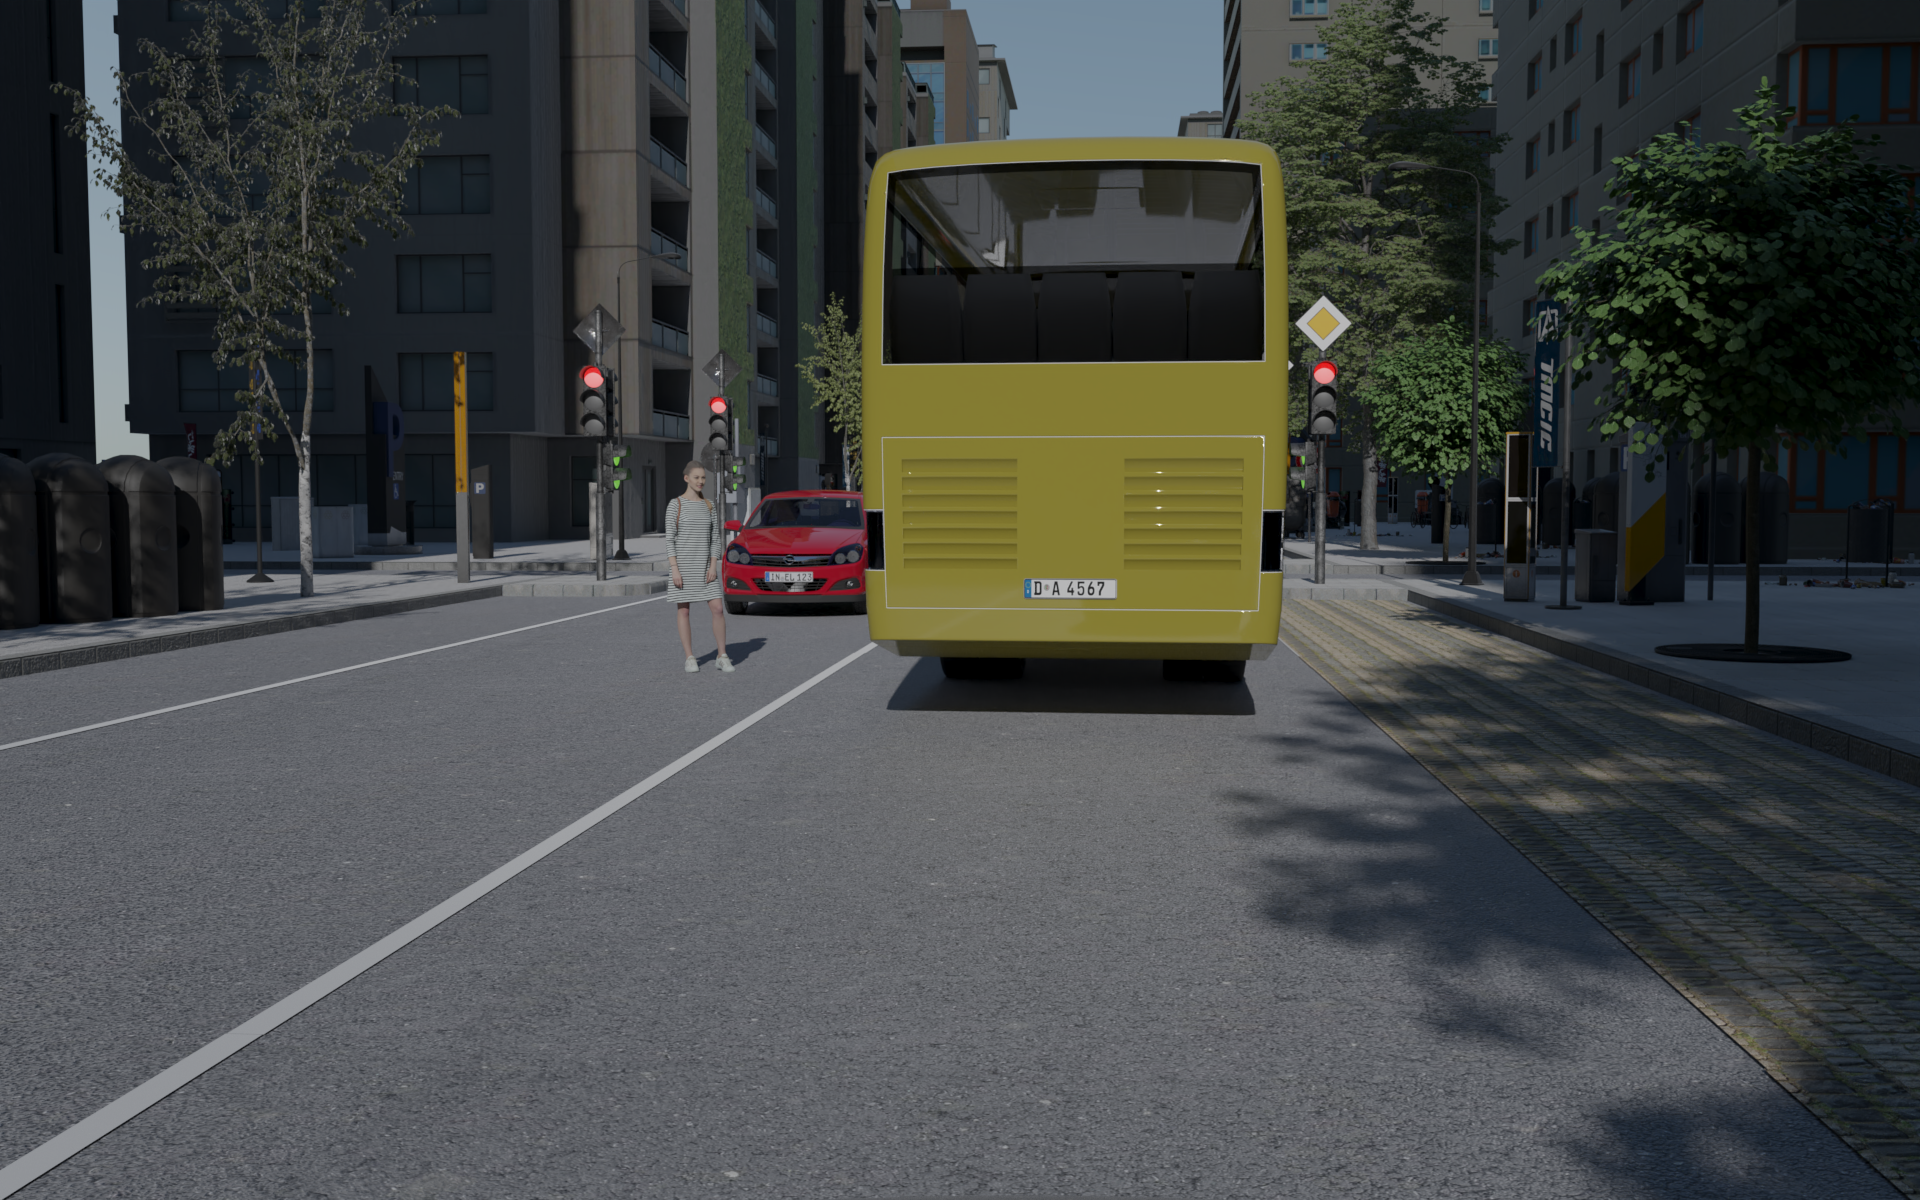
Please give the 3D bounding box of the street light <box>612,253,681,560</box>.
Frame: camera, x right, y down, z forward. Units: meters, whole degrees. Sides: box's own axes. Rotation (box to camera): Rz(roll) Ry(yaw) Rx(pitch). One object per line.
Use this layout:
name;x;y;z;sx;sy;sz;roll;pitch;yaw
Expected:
street light;-6.055;-3.730;33.533;1.470;5.913;1.316;0;4;5

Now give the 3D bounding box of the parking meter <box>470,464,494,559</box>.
parking meter;-9.470;-1.748;34.297;0.399;1.863;0.255;0;4;5

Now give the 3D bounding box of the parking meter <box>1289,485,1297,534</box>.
parking meter;10.757;-3.100;56.402;0.399;1.863;0.255;1;4;18

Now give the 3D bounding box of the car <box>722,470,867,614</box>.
car;-1.843;-0.794;22.018;2.155;1.783;4.494;0;4;3

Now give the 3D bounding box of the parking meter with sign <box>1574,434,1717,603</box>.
parking meter with sign;8.242;-1.491;20.647;1.738;3.016;0.543;-1;4;-11

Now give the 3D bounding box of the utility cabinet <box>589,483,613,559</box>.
utility cabinet;-7.046;-1.554;34.085;0.318;1.500;1.173;0;4;-4

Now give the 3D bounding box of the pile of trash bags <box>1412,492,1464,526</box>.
pile of trash bags;19.673;-3.800;71.875;1.912;1.369;3.447;2;4;33

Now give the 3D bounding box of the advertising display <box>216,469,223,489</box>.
advertising display;-19.602;-2.422;44.818;0.974;1.923;0.123;-2;4;-27

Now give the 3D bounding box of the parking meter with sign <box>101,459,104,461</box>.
parking meter with sign;-43.862;-5.586;87.586;1.738;3.016;0.543;1;4;13

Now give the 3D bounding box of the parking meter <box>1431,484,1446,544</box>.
parking meter;12.400;-2.228;44.843;0.372;1.533;0.369;0;3;0

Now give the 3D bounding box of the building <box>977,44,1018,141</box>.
building;-8.042;-37.939;209.533;28.713;52.752;27.495;0;4;5

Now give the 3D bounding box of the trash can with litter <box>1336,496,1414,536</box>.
trash can with litter;12.683;-2.556;52.844;2.233;1.210;1.678;1;4;20

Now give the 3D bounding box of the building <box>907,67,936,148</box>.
building;-9.331;-21.111;116.865;14.160;30.474;14.107;0;4;5

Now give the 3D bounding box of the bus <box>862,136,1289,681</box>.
bus;1.371;-1.509;16.213;2.896;3.916;12.252;0;4;7

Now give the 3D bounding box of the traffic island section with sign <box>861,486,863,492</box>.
traffic island section with sign;-2.784;-2.787;54.190;1.989;1.847;2.006;0;4;5

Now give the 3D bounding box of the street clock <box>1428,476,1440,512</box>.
street clock;18.985;-3.966;69.410;0.471;2.002;0.358;1;4;20

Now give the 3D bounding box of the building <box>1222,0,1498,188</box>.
building;30.905;-30.914;129.143;21.300;48.544;21.600;0;4;5

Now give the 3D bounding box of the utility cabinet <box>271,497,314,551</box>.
utility cabinet;-15.195;-1.732;39.484;0.306;1.237;1.020;2;4;25

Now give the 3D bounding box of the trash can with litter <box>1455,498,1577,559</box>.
trash can with litter;10.980;-1.460;34.923;2.233;1.210;1.678;0;4;3

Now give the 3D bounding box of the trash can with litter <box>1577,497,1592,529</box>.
trash can with litter;14.232;-1.812;40.690;2.233;1.210;1.678;-1;4;-22

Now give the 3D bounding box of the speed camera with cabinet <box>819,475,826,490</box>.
speed camera with cabinet;-7.247;-5.569;85.390;0.660;3.252;2.038;1;4;19

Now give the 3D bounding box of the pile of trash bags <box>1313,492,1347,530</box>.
pile of trash bags;13.297;-3.300;63.715;1.912;1.369;3.447;0;4;-6

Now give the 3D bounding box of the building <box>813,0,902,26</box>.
building;-10.936;-19.779;95.089;14.160;30.474;14.107;0;4;5

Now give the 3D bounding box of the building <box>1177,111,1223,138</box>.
building;43.734;-39.468;234.540;28.713;52.752;27.495;0;4;5

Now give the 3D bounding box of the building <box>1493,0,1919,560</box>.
building;31.759;-12.283;45.868;28.899;21.520;27.650;0;4;5

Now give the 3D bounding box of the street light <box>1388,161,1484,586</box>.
street light;6.683;-3.167;24.317;1.470;5.913;1.316;0;4;5

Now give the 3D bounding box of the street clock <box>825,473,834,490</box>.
street clock;-4.563;-3.427;60.602;0.358;2.002;0.471;1;4;12

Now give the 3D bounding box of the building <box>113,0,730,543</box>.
building;-14.488;-22.459;50.802;14.154;41.232;14.086;0;4;5

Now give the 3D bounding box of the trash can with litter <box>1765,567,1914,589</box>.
trash can with litter;12.185;-0.799;24.117;2.233;1.210;1.678;1;4;18

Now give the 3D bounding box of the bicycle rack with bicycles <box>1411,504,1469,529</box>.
bicycle rack with bicycles;18.214;-3.122;64.431;2.852;0.926;2.925;0;4;2

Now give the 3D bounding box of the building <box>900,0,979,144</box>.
building;-5.704;-31.139;159.232;14.600;45.320;14.200;0;4;5

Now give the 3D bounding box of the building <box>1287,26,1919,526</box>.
building;31.516;-15.070;91.439;27.650;21.520;28.899;0;4;5

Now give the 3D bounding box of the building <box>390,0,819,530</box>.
building;-14.142;-23.811;72.903;14.154;41.232;14.086;0;4;5

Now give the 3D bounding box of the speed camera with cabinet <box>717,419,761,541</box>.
speed camera with cabinet;-5.902;-3.174;46.224;0.660;3.252;2.038;1;4;11

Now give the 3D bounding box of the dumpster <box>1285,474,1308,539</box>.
dumpster;9.429;-2.725;50.308;1.264;1.857;1.865;0;4;5

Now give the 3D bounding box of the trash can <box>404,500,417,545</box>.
trash can;-12.658;-1.683;39.165;0.748;1.137;0.748;0;3;0

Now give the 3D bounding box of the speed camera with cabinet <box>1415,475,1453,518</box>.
speed camera with cabinet;20.497;-4.923;74.834;2.038;3.252;0.660;-3;5;-41
